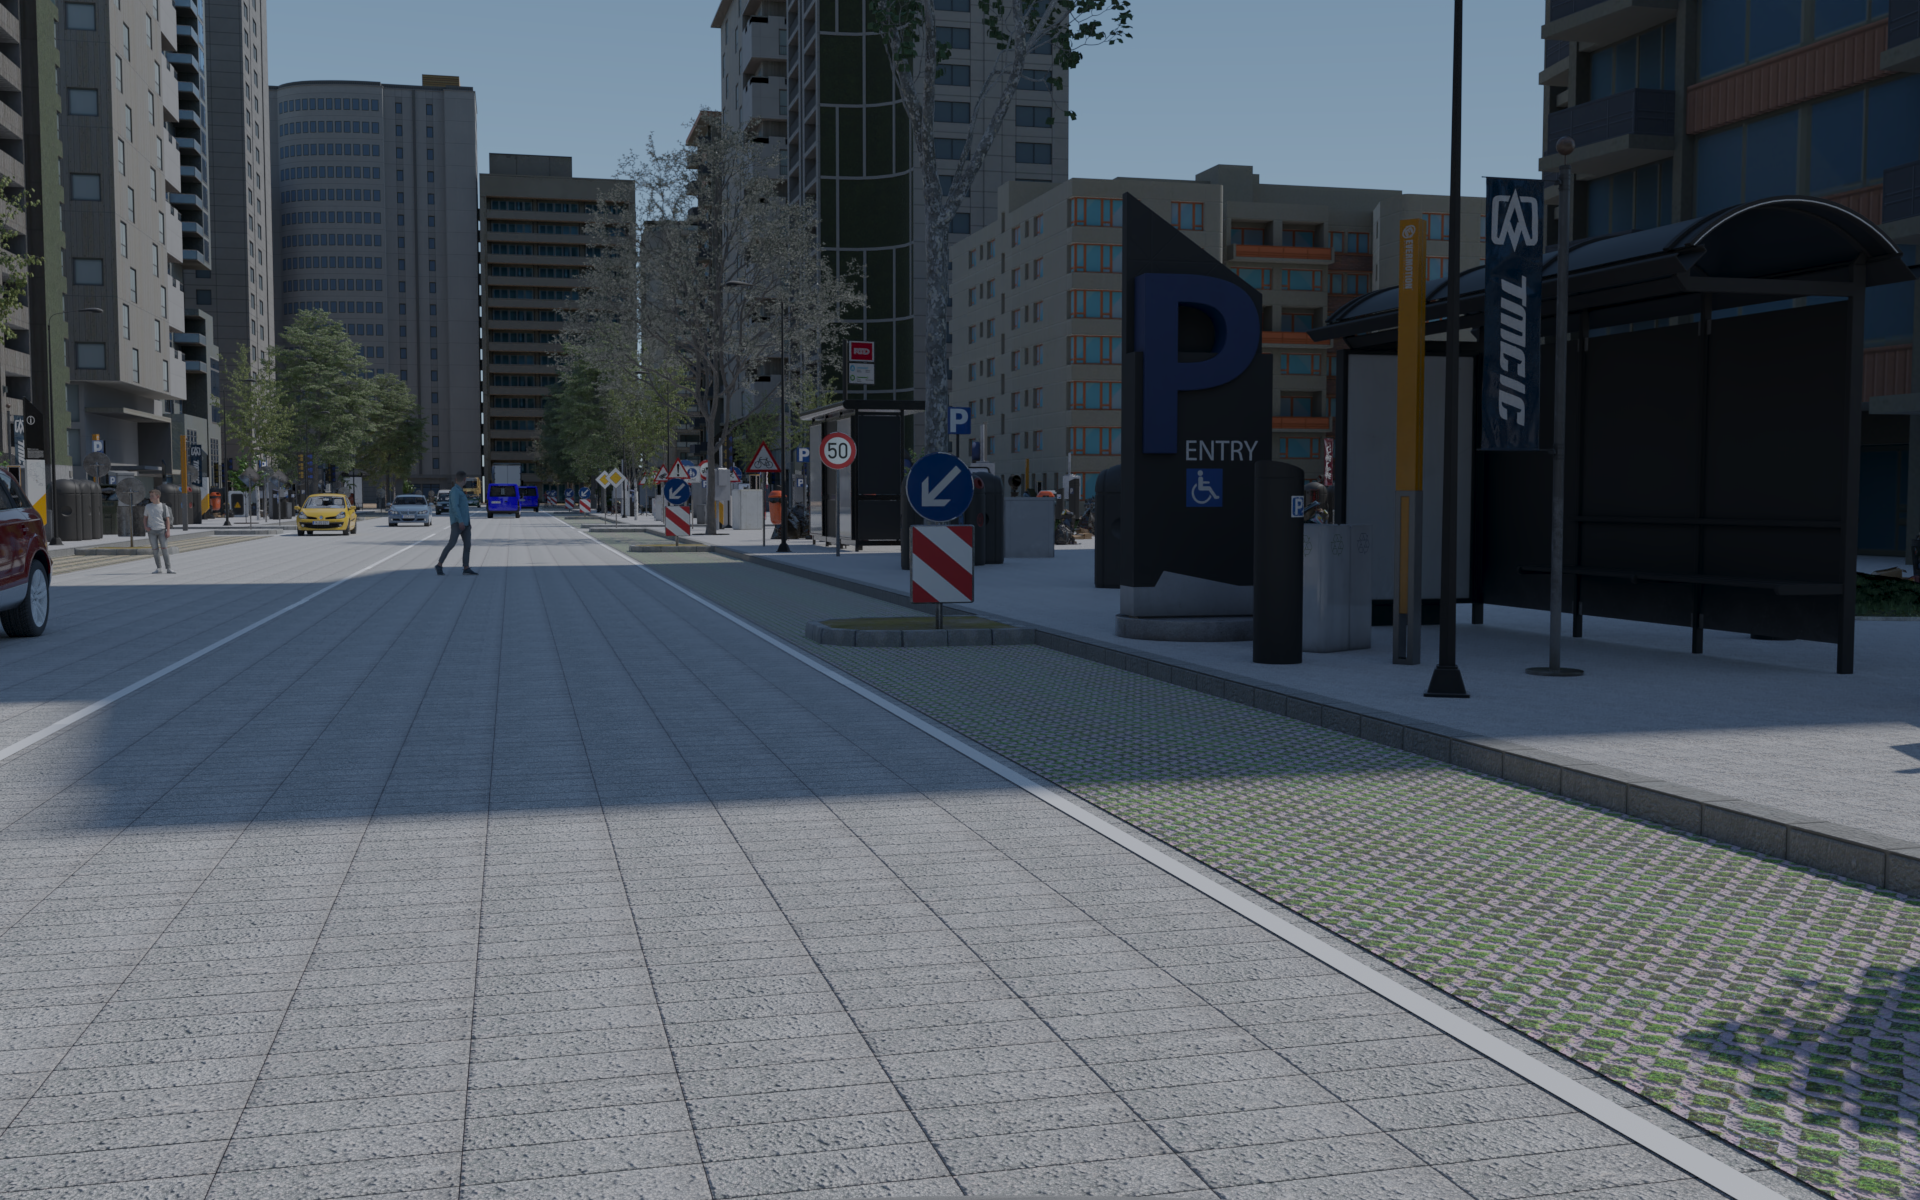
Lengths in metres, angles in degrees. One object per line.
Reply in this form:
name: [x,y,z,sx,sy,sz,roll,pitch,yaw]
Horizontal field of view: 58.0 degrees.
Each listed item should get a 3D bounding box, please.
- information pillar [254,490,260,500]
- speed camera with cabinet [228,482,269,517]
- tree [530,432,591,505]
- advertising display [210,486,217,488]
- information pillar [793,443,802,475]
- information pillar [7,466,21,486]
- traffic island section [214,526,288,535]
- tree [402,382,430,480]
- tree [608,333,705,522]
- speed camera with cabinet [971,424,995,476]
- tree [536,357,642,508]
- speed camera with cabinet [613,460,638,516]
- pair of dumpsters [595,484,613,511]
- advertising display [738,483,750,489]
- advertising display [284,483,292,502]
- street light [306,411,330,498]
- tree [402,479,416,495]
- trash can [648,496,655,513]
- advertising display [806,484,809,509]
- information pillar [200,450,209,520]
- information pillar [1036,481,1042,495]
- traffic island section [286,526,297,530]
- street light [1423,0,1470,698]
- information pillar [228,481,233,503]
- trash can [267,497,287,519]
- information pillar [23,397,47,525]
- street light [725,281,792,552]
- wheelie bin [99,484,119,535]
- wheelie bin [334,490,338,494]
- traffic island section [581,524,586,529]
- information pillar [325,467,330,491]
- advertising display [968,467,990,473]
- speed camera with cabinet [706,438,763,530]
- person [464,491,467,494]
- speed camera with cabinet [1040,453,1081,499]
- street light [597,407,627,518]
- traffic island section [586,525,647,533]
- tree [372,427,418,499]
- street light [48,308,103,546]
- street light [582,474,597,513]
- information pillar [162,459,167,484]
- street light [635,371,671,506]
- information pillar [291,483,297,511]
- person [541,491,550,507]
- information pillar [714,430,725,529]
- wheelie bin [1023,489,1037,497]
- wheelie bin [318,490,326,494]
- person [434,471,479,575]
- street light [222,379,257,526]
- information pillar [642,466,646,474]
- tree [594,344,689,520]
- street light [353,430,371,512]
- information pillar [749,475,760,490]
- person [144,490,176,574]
information pillar: [-54.540,-7.941,134.332,0.304,2.012,0.304,0,4,3]
speed camera with cabinet: [-39.322,-6.201,95.721,2.038,3.252,0.660,-1,4,-18]
tree: [-46.262,-17.679,206.054,9.611,12.733,9.660,0,3,0]
advertising display: [-58.912,-8.049,136.817,0.123,1.923,0.974,0,4,2]
information pillar: [-7.419,-5.376,79.247,0.183,3.616,0.504,3,4,36]
information pillar: [-24.688,-2.492,45.243,0.304,2.012,0.304,-2,4,-29]
traffic island section: [-25.496,-2.443,62.227,2.009,0.180,2.903,-1,4,-14]
tree: [-53.168,-14.915,161.988,7.486,12.596,7.792,0,3,0]
tree: [-13.769,-7.844,78.618,4.737,8.622,4.395,0,3,0]
speed camera with cabinet: [-0.048,-3.349,49.098,2.038,3.252,0.660,0,4,-2]
tree: [-32.733,-15.185,154.935,9.857,13.997,8.962,0,3,0]
speed camera with cabinet: [-19.324,-6.467,100.064,0.660,3.252,2.038,1,4,16]
pair of dumpsters: [-26.381,-7.759,129.351,1.574,2.255,4.437,-1,4,-14]
advertising display: [-12.557,-5.903,101.721,0.974,1.923,0.123,0,4,7]
advertising display: [-38.453,-5.698,98.377,0.974,1.923,0.123,0,4,0]
street light: [-36.061,-7.626,97.227,1.470,5.913,1.316,-1,4,-14]
tree: [-62.968,-12.370,196.848,1.663,3.219,1.824,0,3,0]
trash can: [-20.351,-6.315,114.896,0.748,1.137,0.748,0,3,0]
advertising display: [-10.110,-6.439,110.497,0.974,1.923,0.123,1,4,14]
information pillar: [-37.614,-5.799,86.168,0.504,3.616,0.183,1,4,18]
information pillar: [4.565,-5.832,99.849,0.304,2.012,0.304,0,4,-8]
traffic island section: [-27.493,-2.916,69.959,2.009,0.180,2.903,-1,4,-14]
street light: [2.575,-2.336,10.728,1.470,5.913,1.316,-1,4,-14]
information pillar: [-40.755,-5.641,96.727,0.304,2.012,0.304,-1,4,-16]
trash can: [-34.387,-4.642,87.551,0.748,1.137,0.748,0,3,0]
information pillar: [-22.382,-3.090,41.881,0.183,3.616,0.504,2,4,26]
street light: [-4.427,-4.006,38.039,1.470,5.913,1.316,-1,4,-14]
wheelie bin: [-26.841,-2.851,54.529,0.980,1.594,0.693,-2,4,-34]
wheelie bin: [-43.772,-6.992,122.233,0.693,1.594,0.980,2,4,34]
traffic island section: [-14.960,-3.113,73.179,2.009,0.180,2.903,-1,4,-14]
information pillar: [-51.397,-9.129,140.617,0.504,3.616,0.183,1,4,14]
advertising display: [0.214,-2.172,40.731,0.974,1.923,0.123,0,4,-2]
speed camera with cabinet: [-8.055,-4.133,61.907,2.038,3.252,0.660,-3,5,-40]
person: [-55.078,-11.287,193.184,0.705,1.807,1.348,3,4,36]
speed camera with cabinet: [4.778,-5.383,82.340,2.038,3.252,0.660,-2,4,-35]
street light: [-18.488,-7.330,92.392,1.470,5.913,1.316,-1,4,-14]
traffic island section: [-12.963,-2.640,65.446,2.009,0.180,2.903,-1,4,-14]
tree: [-57.163,-13.604,172.788,4.737,8.622,4.395,0,3,0]
street light: [-22.086,-4.326,43.265,1.470,5.913,1.316,-1,4,-14]
street light: [-25.450,-8.966,119.142,1.470,5.913,1.316,-1,4,-14]
information pillar: [-53.349,-7.633,116.160,0.504,3.616,0.183,3,5,44]
street light: [-11.579,-5.689,65.557,1.470,5.913,1.316,-1,4,-14]
information pillar: [-46.032,-7.049,119.747,0.304,2.012,0.304,-1,4,-16]
person: [-45.167,-11.003,189.115,1.217,1.743,0.721,-3,5,-42]
information pillar: [-8.820,-4.374,62.868,0.504,3.616,0.183,0,4,-3]
wheelie bin: [4.002,-5.568,98.947,0.693,1.594,0.980,3,5,43]
wheelie bin: [-49.986,-7.810,135.598,0.980,1.594,0.693,0,4,3]
person: [-8.889,-1.360,30.595,0.748,1.841,0.638,1,4,10]
street light: [-29.079,-5.957,69.933,1.470,5.913,1.316,-1,4,-14]
information pillar: [-26.331,-9.347,144.183,0.183,3.616,0.504,2,4,27]
tree: [-15.572,-8.188,84.237,4.360,8.622,3.978,0,3,0]
street light: [-43.103,-9.307,124.716,1.470,5.913,1.316,-1,4,-14]
information pillar: [-7.751,-3.727,65.421,0.304,2.012,0.304,1,4,19]
person: [-14.402,-1.229,31.190,0.503,1.515,0.523,-3,5,-41]
